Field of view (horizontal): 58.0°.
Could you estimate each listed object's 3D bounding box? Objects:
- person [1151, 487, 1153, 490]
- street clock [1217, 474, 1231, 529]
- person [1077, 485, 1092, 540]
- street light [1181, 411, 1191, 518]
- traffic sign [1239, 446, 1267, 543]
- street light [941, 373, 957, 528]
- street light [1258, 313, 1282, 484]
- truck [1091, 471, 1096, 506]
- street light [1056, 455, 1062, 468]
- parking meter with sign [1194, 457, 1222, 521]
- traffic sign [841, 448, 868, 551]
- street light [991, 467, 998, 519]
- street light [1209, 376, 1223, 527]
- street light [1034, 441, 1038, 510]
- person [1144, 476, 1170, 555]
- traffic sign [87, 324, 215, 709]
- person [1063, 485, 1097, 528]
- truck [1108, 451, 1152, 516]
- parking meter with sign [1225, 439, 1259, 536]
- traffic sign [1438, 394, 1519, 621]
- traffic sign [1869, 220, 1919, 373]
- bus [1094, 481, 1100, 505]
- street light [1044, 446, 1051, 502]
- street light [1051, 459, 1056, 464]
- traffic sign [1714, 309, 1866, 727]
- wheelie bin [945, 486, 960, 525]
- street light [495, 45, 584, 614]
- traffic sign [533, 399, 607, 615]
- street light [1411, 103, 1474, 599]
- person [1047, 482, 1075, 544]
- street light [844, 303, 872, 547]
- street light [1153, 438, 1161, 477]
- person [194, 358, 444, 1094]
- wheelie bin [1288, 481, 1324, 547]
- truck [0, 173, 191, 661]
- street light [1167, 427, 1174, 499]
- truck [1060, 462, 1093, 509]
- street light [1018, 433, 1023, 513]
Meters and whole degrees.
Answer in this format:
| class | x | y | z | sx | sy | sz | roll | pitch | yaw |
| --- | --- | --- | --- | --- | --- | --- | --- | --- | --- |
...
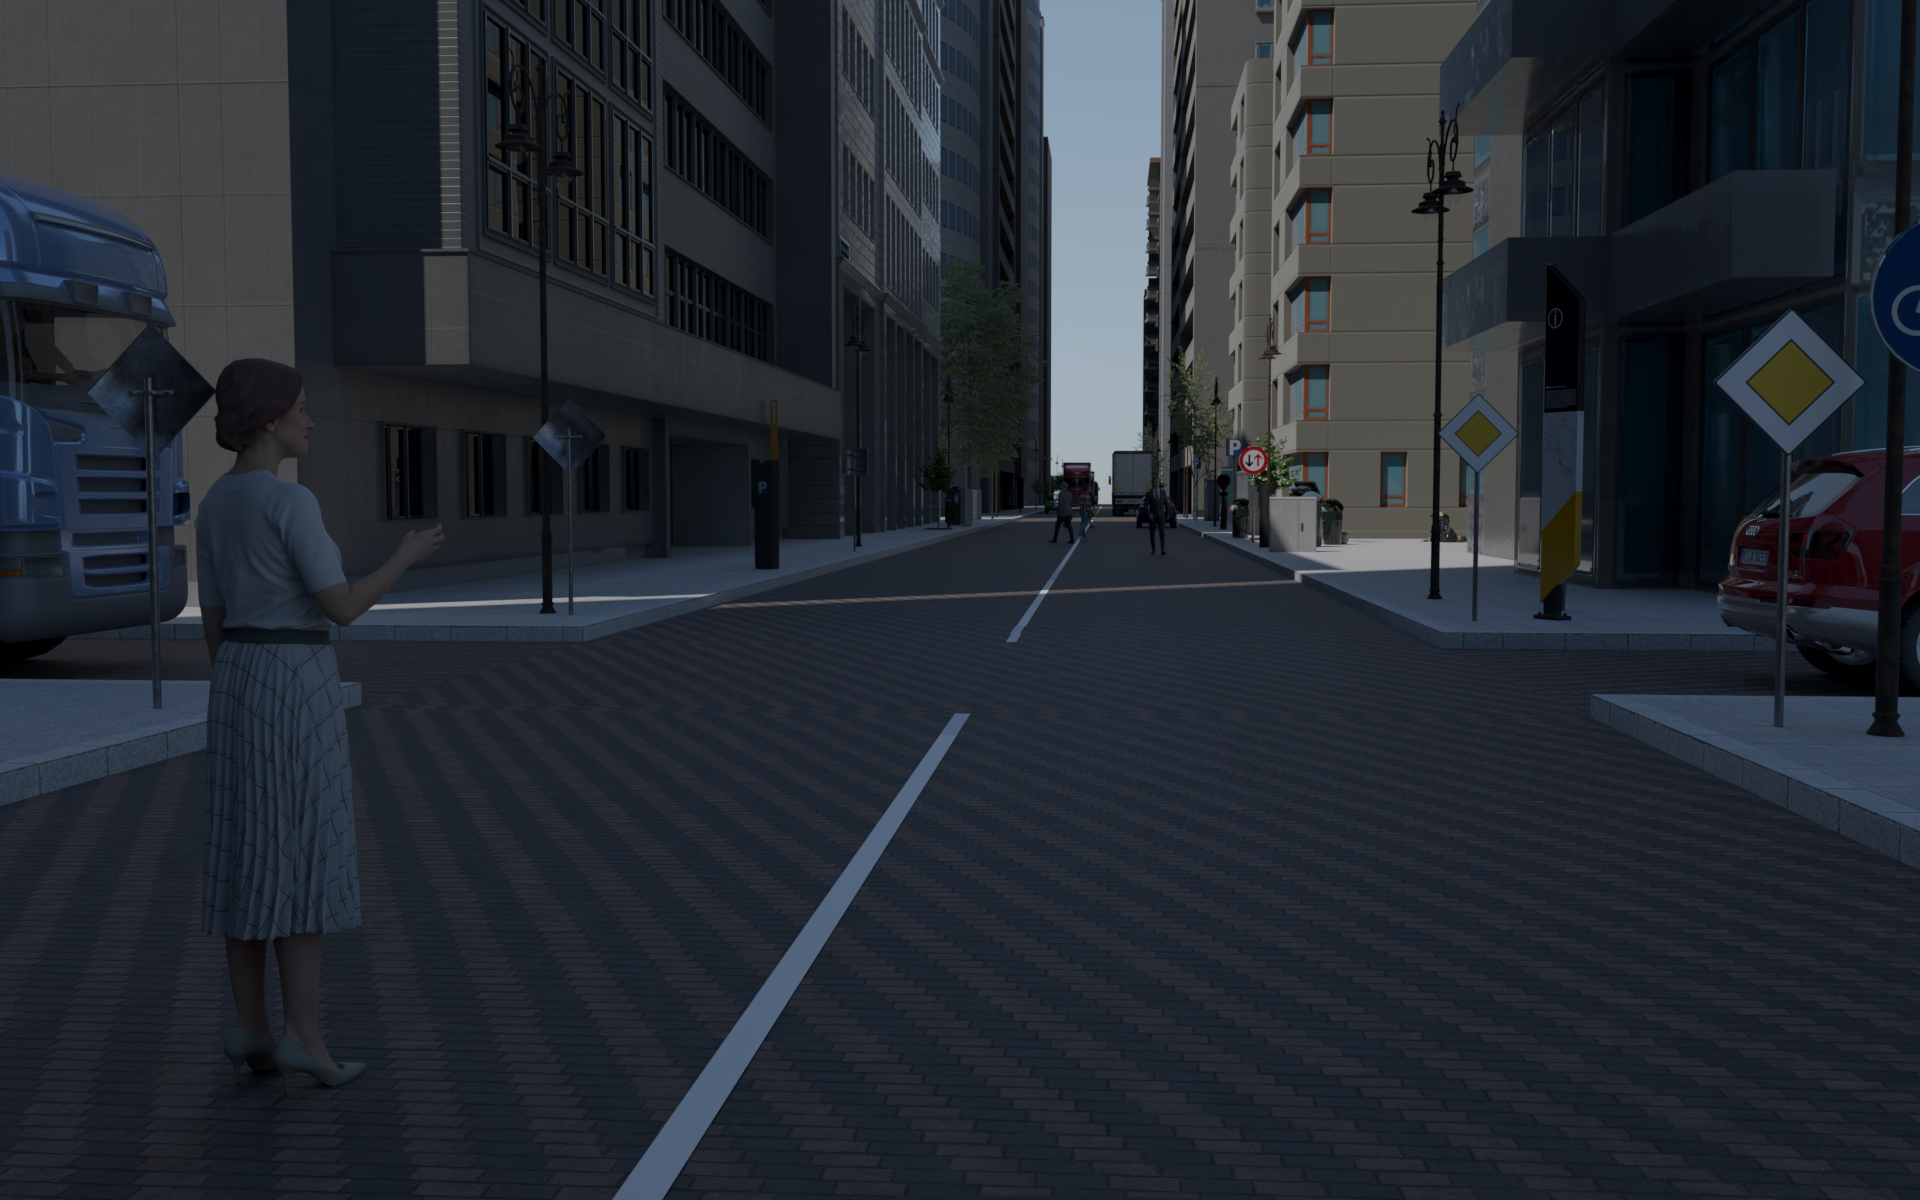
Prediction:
| class | x | y | z | sx | sy | sz | roll | pitch | yaw |
| --- | --- | --- | --- | --- | --- | --- | --- | --- | --- |
| person | 9.964 | -4.924 | 89.341 | 0.374 | 1.781 | 0.599 | 1 | 4 | 13 |
| street clock | 9.574 | -3.567 | 62.883 | 0.471 | 2.002 | 0.358 | 3 | 4 | 38 |
| person | 3.853 | -2.713 | 53.689 | 0.643 | 1.720 | 0.563 | -2 | 4 | -24 |
| street light | 12.481 | -7.550 | 96.237 | 0.468 | 5.910 | 1.993 | 0 | 4 | 5 |
| traffic sign | 7.757 | -2.794 | 45.781 | 0.768 | 2.556 | 0.104 | 1 | 4 | 14 |
| street light | -0.424 | -5.708 | 66.111 | 0.468 | 5.910 | 1.993 | 0 | 4 | 5 |
| street light | 7.950 | -4.387 | 44.519 | 0.468 | 5.910 | 1.993 | 0 | 4 | 5 |
| truck | 15.382 | -13.799 | 214.524 | 2.839 | 4.237 | 11.283 | 0 | 4 | 3 |
| street light | 11.291 | -13.996 | 201.615 | 0.468 | 5.910 | 1.993 | 0 | 4 | 5 |
| parking meter with sign | 12.007 | -5.265 | 82.341 | 1.738 | 3.016 | 0.543 | -1 | 4 | -21 |
| traffic sign | -2.357 | -2.237 | 38.703 | 0.606 | 2.300 | 0.079 | 1 | 4 | 10 |
| street light | 2.003 | -7.459 | 94.745 | 0.468 | 5.910 | 1.993 | 0 | 4 | 5 |
| street light | 10.039 | -5.825 | 68.024 | 0.468 | 5.910 | 1.993 | 0 | 4 | 5 |
| street light | 6.267 | -10.384 | 142.560 | 0.468 | 5.910 | 1.993 | 0 | 4 | 5 |
| person | 4.668 | -1.993 | 40.856 | 0.659 | 1.850 | 0.755 | 0 | 4 | -3 |
| traffic sign | -4.800 | -0.407 | 10.303 | 0.795 | 2.450 | 0.064 | 0 | 4 | 5 |
| person | 5.117 | -3.980 | 73.790 | 1.509 | 1.804 | 0.699 | -1 | 4 | -8 |
| truck | 11.528 | -7.837 | 117.041 | 2.839 | 4.237 | 11.283 | 0 | 4 | 4 |
| parking meter with sign | 8.946 | -3.528 | 53.949 | 0.543 | 3.016 | 1.738 | -1 | 4 | -21 |
| traffic sign | 5.196 | -0.844 | 17.436 | 0.795 | 2.450 | 0.064 | 0 | 4 | 5 |
| traffic sign | 4.472 | -0.472 | 7.817 | 0.768 | 2.556 | 0.104 | 1 | 4 | 9 |
| bus | 17.816 | -14.915 | 238.712 | 2.948 | 3.499 | 13.247 | 0 | 4 | 5 |
| street light | 8.203 | -11.832 | 166.242 | 0.468 | 5.910 | 1.993 | 0 | 4 | 5 |
| street light | 9.294 | -12.550 | 177.976 | 0.468 | 5.910 | 1.993 | 0 | 4 | 5 |
| traffic sign | 4.508 | -0.357 | 9.481 | 0.795 | 2.450 | 0.064 | 0 | 4 | 5 |
| wheelie bin | -0.185 | -3.881 | 71.360 | 0.693 | 1.594 | 0.980 | -1 | 4 | -23 |
| street light | -4.436 | -2.793 | 18.458 | 0.468 | 5.910 | 1.993 | 0 | 4 | 5 |
| traffic sign | -4.112 | -0.894 | 18.259 | 0.795 | 2.450 | 0.064 | 0 | 4 | 5 |
| street light | 5.809 | -2.950 | 21.019 | 0.468 | 5.910 | 1.993 | 0 | 4 | 5 |
| person | 2.965 | -2.537 | 50.371 | 0.834 | 1.777 | 0.661 | 2 | 4 | 34 |
| street light | -2.468 | -4.232 | 41.973 | 0.468 | 5.910 | 1.993 | 0 | 4 | 5 |
| street light | 16.430 | -10.434 | 143.388 | 0.468 | 5.910 | 1.993 | 0 | 4 | 5 |
| person | -1.592 | 0.295 | 4.249 | 0.480 | 1.755 | 0.524 | 2 | 4 | 30 |
| wheelie bin | 8.342 | -2.075 | 41.838 | 0.693 | 1.594 | 0.980 | -3 | 5 | -39 |
| truck | -15.272 | -1.497 | 14.239 | 18.799 | 4.110 | 2.967 | 0 | 4 | 4 |
| street light | 14.545 | -8.996 | 119.866 | 0.468 | 5.910 | 1.993 | 0 | 4 | 5 |
| truck | 10.479 | -10.160 | 155.030 | 2.839 | 4.237 | 11.283 | 0 | 4 | 4 |
| street light | 4.156 | -8.935 | 118.879 | 0.468 | 5.910 | 1.993 | 0 | 4 | 5 |
